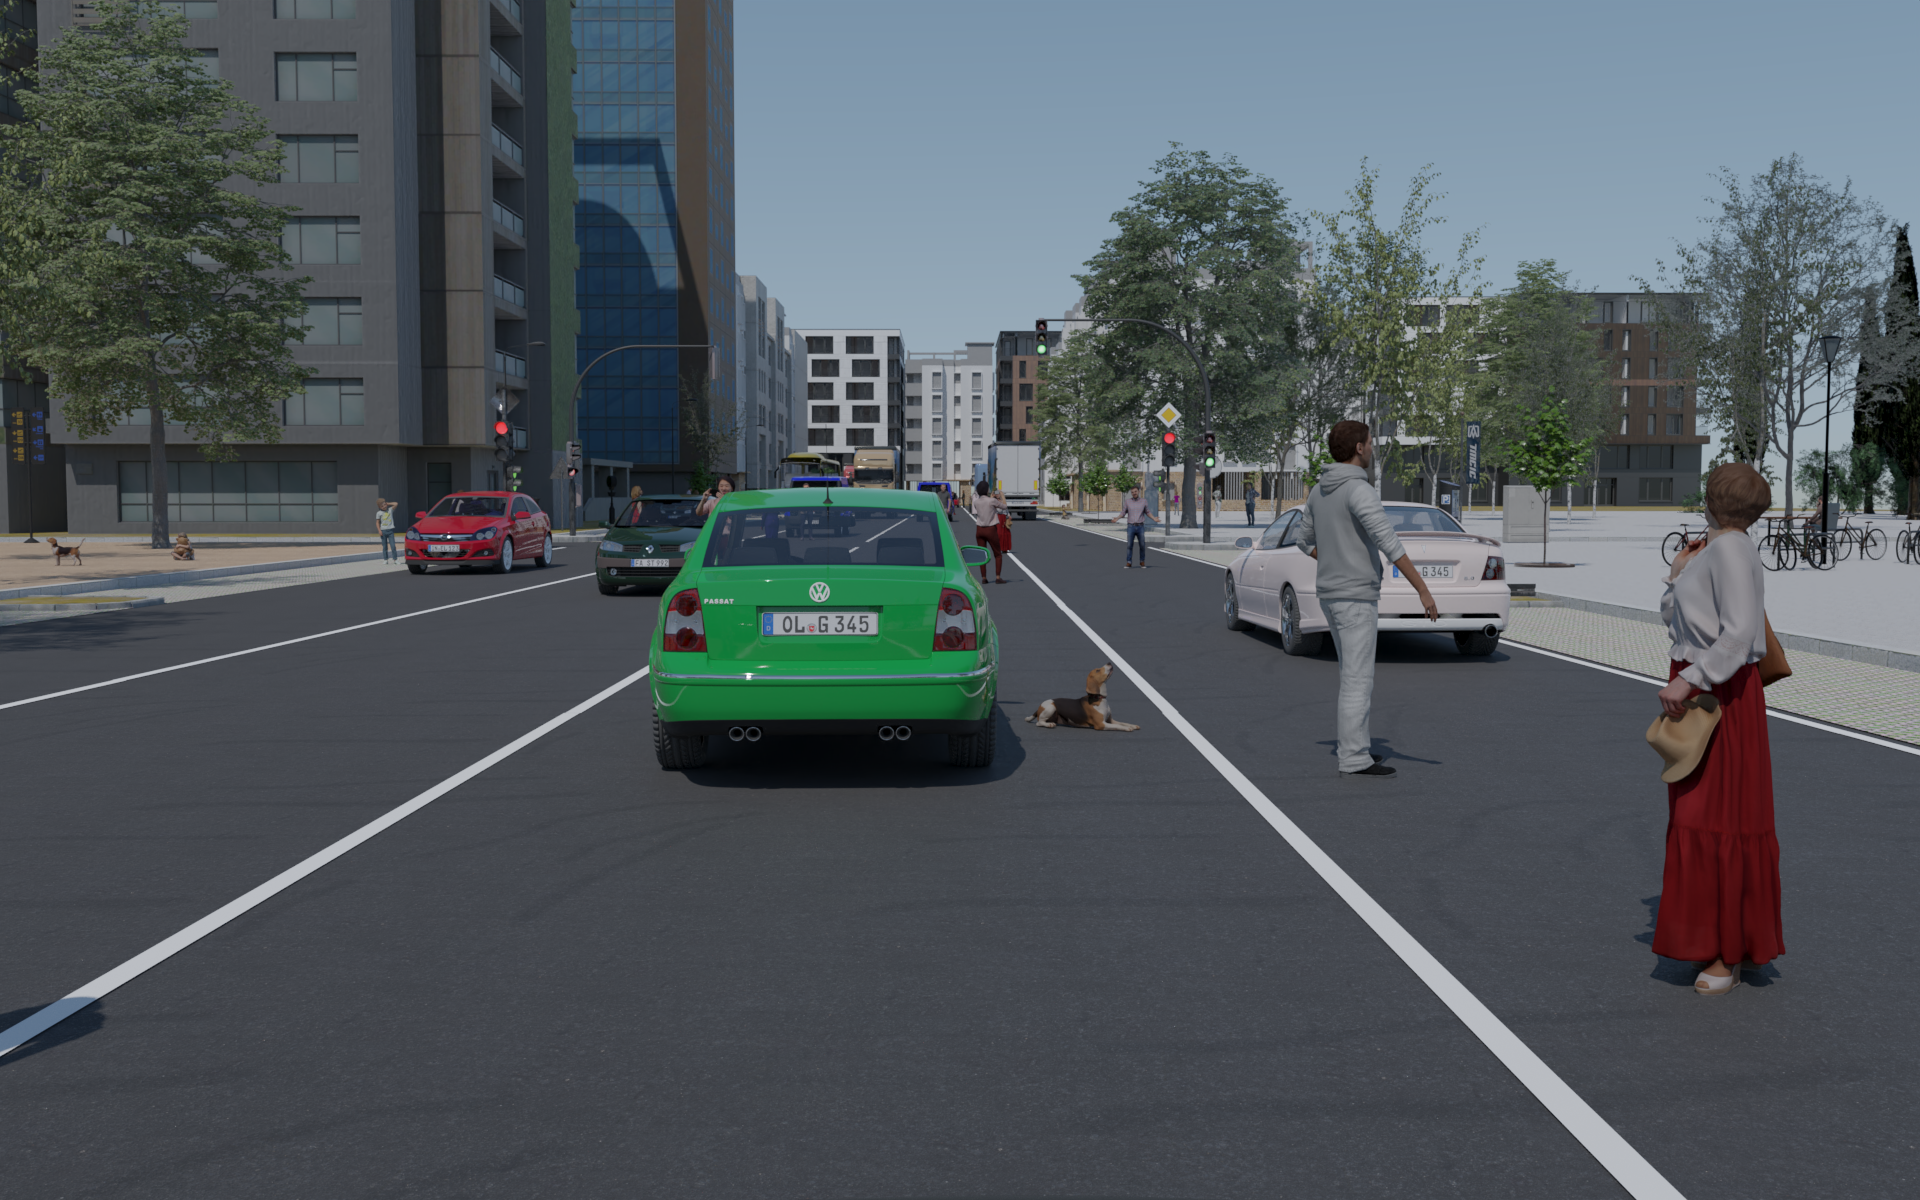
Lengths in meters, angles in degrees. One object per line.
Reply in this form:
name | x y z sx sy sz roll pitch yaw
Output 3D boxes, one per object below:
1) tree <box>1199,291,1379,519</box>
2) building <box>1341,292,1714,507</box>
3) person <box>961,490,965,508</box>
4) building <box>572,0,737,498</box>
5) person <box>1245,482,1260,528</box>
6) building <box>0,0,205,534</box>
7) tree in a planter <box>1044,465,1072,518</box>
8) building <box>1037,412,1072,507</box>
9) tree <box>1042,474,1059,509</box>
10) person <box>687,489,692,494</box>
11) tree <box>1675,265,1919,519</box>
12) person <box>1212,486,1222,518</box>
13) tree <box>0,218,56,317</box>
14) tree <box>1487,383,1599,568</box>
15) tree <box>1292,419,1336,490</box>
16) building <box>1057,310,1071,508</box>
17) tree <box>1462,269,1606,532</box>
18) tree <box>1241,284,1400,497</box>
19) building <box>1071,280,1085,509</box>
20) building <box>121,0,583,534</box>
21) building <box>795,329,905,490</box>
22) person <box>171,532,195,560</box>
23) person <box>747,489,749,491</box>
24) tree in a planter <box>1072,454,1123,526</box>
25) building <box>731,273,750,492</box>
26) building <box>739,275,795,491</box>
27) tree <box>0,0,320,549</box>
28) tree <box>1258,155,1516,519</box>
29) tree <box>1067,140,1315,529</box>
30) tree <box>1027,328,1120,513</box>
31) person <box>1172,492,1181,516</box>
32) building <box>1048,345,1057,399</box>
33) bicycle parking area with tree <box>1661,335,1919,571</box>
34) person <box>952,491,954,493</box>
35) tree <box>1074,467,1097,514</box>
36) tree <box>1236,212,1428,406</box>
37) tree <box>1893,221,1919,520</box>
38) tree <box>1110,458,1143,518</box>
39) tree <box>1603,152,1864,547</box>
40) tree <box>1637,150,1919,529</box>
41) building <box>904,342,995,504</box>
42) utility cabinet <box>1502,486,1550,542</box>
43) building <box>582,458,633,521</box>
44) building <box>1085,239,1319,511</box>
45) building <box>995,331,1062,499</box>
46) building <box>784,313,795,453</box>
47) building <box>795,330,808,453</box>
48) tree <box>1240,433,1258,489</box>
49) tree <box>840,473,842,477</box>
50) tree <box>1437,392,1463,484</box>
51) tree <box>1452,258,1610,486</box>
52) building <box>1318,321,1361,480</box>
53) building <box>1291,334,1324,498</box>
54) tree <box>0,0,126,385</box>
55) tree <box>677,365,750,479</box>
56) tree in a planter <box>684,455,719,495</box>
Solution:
tree | 14.888 -8.927 80.371 8.767 10.594 7.601 0 4 -8
building | 59.904 -21.135 189.525 32.646 21.610 27.936 0 4 0
person | 0.327 -10.249 176.094 0.705 1.821 1.348 -1 4 -13
building | -22.644 -28.392 114.325 14.600 45.320 14.200 0 4 0
person | 11.078 -3.619 65.937 0.376 1.734 0.841 -1 4 -17
building | -37.612 -23.123 61.648 14.086 41.232 14.154 0 4 0
tree in a planter | 6.072 -6.585 104.886 1.991 3.239 1.994 0 4 0
building | 13.106 -14.396 177.527 9.099 9.664 28.070 0 4 0
tree | 8.110 -9.693 153.082 1.663 3.219 1.824 0 3 0
person | -16.365 -5.999 105.060 0.436 1.711 0.756 0 4 -7
tree | 55.435 -12.738 110.094 18.604 14.587 13.155 2 4 26
person | 13.725 -5.227 92.226 0.376 1.734 0.841 -1 4 -11
tree | -19.524 -5.007 32.224 4.360 8.622 3.978 0 3 0
tree | 10.402 -2.188 30.375 1.663 3.219 1.824 0 3 0
tree | 9.567 -3.025 44.065 1.663 3.219 1.824 0 3 0
building | 17.390 -18.417 157.545 16.016 20.091 11.380 0 4 0
tree | 19.840 -6.580 57.949 4.360 8.622 3.978 0 3 0
tree | 20.484 -11.612 100.230 12.009 13.543 11.850 0 3 0
building | 17.999 -17.723 146.190 16.016 20.091 11.380 0 4 0
building | -21.893 -23.047 60.418 14.154 41.232 14.086 0 4 0
building | -23.799 -23.496 228.135 32.646 21.610 27.936 0 4 0
person | -14.996 -1.035 33.434 0.381 0.543 0.357 0 4 4
person | -14.526 -6.729 117.771 0.444 1.614 0.593 0 4 -6
tree in a planter | 6.236 -4.932 77.854 1.991 3.239 1.994 0 4 0
building | -24.648 -16.978 134.013 16.016 20.091 11.380 0 4 0
building | -24.937 -17.707 155.967 16.747 18.905 31.486 0 4 0
tree | -19.233 -7.474 40.328 7.486 12.596 7.792 0 3 0
tree | 9.565 -5.389 38.475 4.737 8.622 4.395 0 3 0
tree | 8.607 -9.634 64.177 9.857 13.997 8.962 0 3 0
tree | 8.037 -12.266 118.682 7.486 12.596 7.792 0 3 0
person | 12.791 -5.700 102.478 0.726 1.435 0.776 0 4 -2
building | 18.114 -20.826 196.927 16.016 20.091 11.380 0 4 0
bicycle parking area with tree | 17.407 -2.596 29.451 9.016 4.147 8.231 -1 4 -22
person | -0.661 -11.613 198.891 0.721 1.766 1.217 -2 4 -30
tree | 8.397 -7.170 111.826 1.663 3.219 1.824 0 3 0
tree | 24.449 -15.965 116.917 12.611 20.169 13.585 0 3 0
tree | 51.745 -11.377 87.834 13.155 14.587 18.604 1 4 8
tree | 8.586 -5.923 91.440 1.663 3.219 1.824 0 3 0
tree | 16.953 -5.317 37.297 4.360 8.622 3.978 0 3 0
tree | 30.185 -9.333 62.971 12.009 13.543 11.850 0 3 0
building | -1.430 -22.360 222.003 11.380 20.091 16.016 0 4 0
utility cabinet | 14.907 -2.258 45.590 1.173 1.500 0.318 -1 4 -12
building | -33.835 -24.189 87.365 32.217 40.220 23.993 0 4 0
building | 18.360 -16.987 134.165 16.016 20.091 11.380 0 4 0
building | 21.250 -23.447 227.340 32.646 21.610 27.936 0 4 0
building | -24.868 -19.627 177.323 16.016 20.091 11.380 0 4 0
building | -33.504 -20.052 194.314 31.486 18.905 16.747 0 4 0
tree | 16.010 -8.464 88.746 4.737 8.622 4.395 0 3 0
tree | -15.336 -13.514 204.666 4.285 4.588 4.351 0 3 0
tree | 35.028 -10.318 119.063 4.360 8.622 3.978 0 3 0
tree | 27.513 -10.132 83.786 7.486 12.596 7.792 0 3 0
building | 37.855 -20.721 195.201 11.380 20.091 16.016 0 4 0
building | 53.895 -23.462 227.577 32.646 21.610 27.936 0 4 0
tree | -13.947 -4.481 23.625 4.737 8.622 4.395 0 3 0
tree | -14.377 -9.095 99.067 4.360 8.622 3.978 0 3 0
tree in a planter | -11.697 -4.955 78.241 1.991 3.239 1.994 0 4 0
